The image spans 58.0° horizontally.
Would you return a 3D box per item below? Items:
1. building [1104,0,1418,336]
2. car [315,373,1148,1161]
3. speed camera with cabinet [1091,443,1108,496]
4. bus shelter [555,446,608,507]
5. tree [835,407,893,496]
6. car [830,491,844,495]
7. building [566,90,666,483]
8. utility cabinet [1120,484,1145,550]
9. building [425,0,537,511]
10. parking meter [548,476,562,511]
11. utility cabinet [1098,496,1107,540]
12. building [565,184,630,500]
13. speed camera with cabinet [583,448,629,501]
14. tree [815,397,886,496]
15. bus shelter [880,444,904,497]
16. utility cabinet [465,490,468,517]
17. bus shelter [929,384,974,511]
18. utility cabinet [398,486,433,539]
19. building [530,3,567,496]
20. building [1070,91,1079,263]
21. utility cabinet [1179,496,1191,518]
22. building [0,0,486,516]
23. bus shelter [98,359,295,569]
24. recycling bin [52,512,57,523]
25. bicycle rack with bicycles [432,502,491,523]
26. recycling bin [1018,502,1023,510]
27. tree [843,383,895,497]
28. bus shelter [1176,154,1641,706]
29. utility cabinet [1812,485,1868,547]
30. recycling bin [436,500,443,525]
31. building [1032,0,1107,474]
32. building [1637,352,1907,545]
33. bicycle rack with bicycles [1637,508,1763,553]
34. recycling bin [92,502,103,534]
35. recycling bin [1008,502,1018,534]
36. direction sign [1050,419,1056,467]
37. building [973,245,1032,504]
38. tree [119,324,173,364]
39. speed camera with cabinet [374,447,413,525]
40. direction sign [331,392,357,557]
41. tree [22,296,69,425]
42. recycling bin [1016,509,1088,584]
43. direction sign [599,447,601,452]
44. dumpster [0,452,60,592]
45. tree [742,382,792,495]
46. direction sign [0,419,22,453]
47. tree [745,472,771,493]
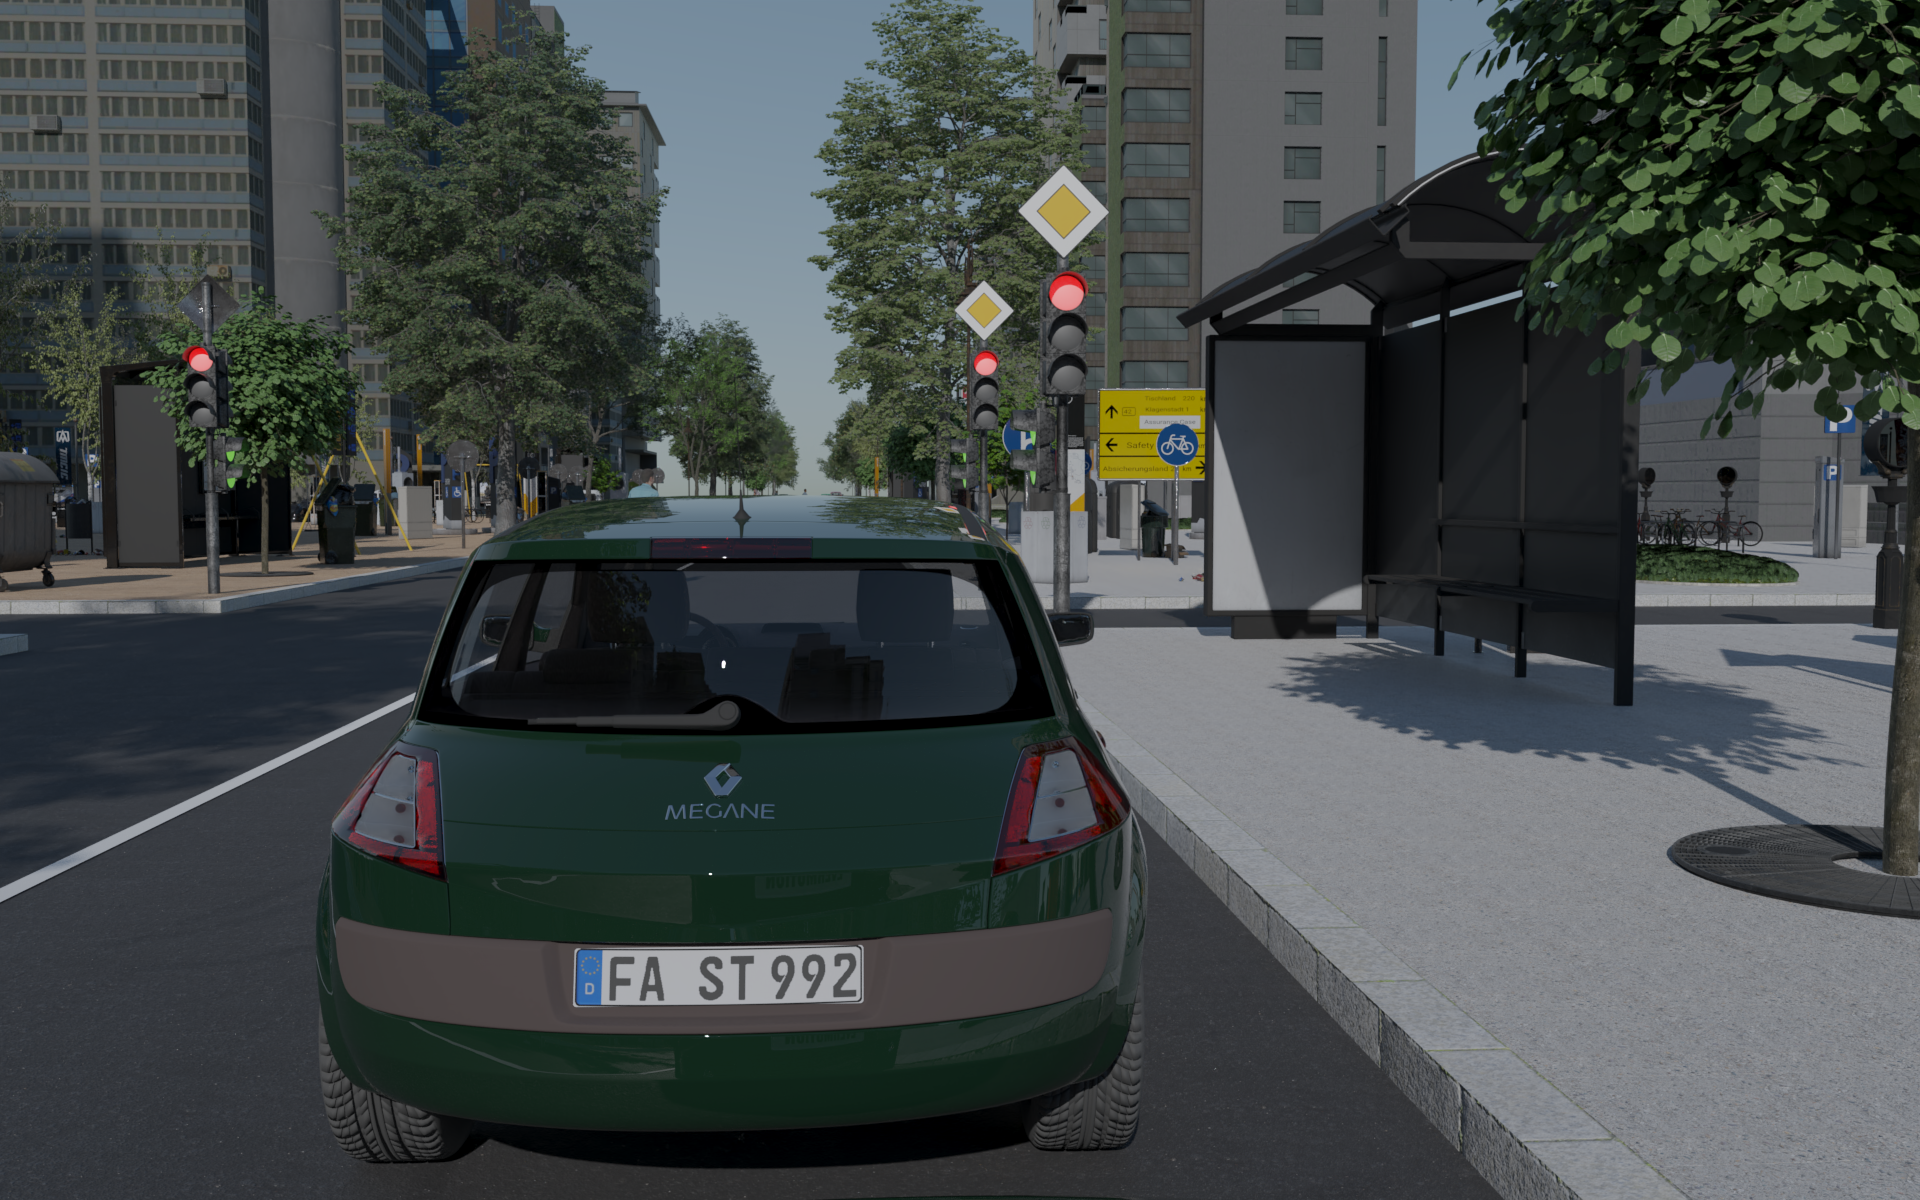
[{"bbox_3d":[14.162,-19.346,88.012,14.160,30.474,14.107,0,4,-4],"label":"building"},{"bbox_3d":[-0.534,0.283,5.153,2.009,1.686,4.222,0,4,-3],"label":"car"},{"bbox_3d":[5.256,-4.429,66.754,0.660,3.252,2.038,1,4,15],"label":"speed camera with cabinet"},{"bbox_3d":[-18.575,-5.748,85.267,1.731,3.624,6.357,0,4,-4],"label":"bus shelter"},{"bbox_3d":[-9.780,-15.143,182.007,7.601,10.594,8.767,-3,4,-36],"label":"tree"},{"bbox_3d":[-17.815,-14.659,248.343,2.281,1.827,5.304,0,4,-5],"label":"car"},{"bbox_3d":[-54.401,-39.191,230.015,28.713,52.752,27.495,0,4,-4],"label":"building"},{"bbox_3d":[3.982,-1.914,39.981,0.318,1.500,1.173,0,4,-8],"label":"utility cabinet"},{"bbox_3d":[-39.298,-29.114,126.130,14.600,45.320,14.200,0,4,-4],"label":"building"},{"bbox_3d":[-13.280,-3.125,56.806,0.399,1.863,0.255,0,4,2],"label":"parking meter"},{"bbox_3d":[3.676,-2.267,48.229,0.306,1.237,1.020,3,5,39],"label":"utility cabinet"},{"bbox_3d":[-53.077,-31.311,203.820,32.217,40.220,23.993,0,4,-4],"label":"building"},{"bbox_3d":[-15.145,-4.843,73.511,2.038,3.252,0.660,0,4,2],"label":"speed camera with cabinet"},{"bbox_3d":[-12.037,-17.631,205.269,9.611,12.733,9.660,0,3,0],"label":"tree"},{"bbox_3d":[-2.744,-5.427,80.018,1.731,3.624,6.357,0,4,-4],"label":"bus shelter"},{"bbox_3d":[-27.581,-5.318,95.635,0.318,1.500,1.173,-3,5,-40],"label":"utility cabinet"},{"bbox_3d":[-0.155,-5.088,60.816,2.179,5.291,8.768,0,4,-4],"label":"bus shelter"},{"bbox_3d":[-15.476,-2.478,49.194,0.318,1.500,1.173,1,4,18],"label":"utility cabinet"},{"bbox_3d":[-39.981,-27.937,140.358,14.154,41.232,14.086,0,4,-4],"label":"building"},{"bbox_3d":[14.805,-21.676,126.099,14.160,30.474,14.107,0,4,-4],"label":"building"},{"bbox_3d":[9.761,-3.907,75.041,1.020,1.237,0.306,-3,5,-43],"label":"utility cabinet"},{"bbox_3d":[-46.514,-25.362,106.553,32.217,40.220,23.993,0,4,-4],"label":"building"},{"bbox_3d":[-14.102,-2.534,32.707,1.731,3.624,6.357,0,4,-4],"label":"bus shelter"},{"bbox_3d":[-40.495,-3.941,76.982,0.722,1.027,0.722,-3,5,-40],"label":"recycling bin"},{"bbox_3d":[-22.079,-3.834,76.068,2.925,0.926,2.852,-3,5,-40],"label":"bicycle rack with bicycles"},{"bbox_3d":[2.028,-1.909,43.774,0.722,1.027,0.722,3,5,40],"label":"recycling bin"},{"bbox_3d":[-4.478,-9.327,102.851,4.737,8.622,4.395,0,3,0],"label":"tree"},{"bbox_3d":[3.129,-1.153,12.783,2.014,3.302,5.546,0,4,-4],"label":"bus shelter"},{"bbox_3d":[21.178,-2.020,41.700,0.318,1.500,1.173,-2,4,-31],"label":"utility cabinet"},{"bbox_3d":[-21.057,-3.591,71.262,0.722,1.027,0.722,1,4,11],"label":"recycling bin"},{"bbox_3d":[20.932,-34.105,146.851,28.713,52.752,27.495,0,4,-4],"label":"building"},{"bbox_3d":[35.150,-31.093,50.364,28.212,58.520,21.231,0,4,-4],"label":"building"},{"bbox_3d":[16.127,-1.530,38.390,2.852,0.926,2.925,1,4,14],"label":"bicycle rack with bicycles"},{"bbox_3d":[-27.771,-2.685,56.457,0.722,1.027,0.722,1,4,21],"label":"recycling bin"},{"bbox_3d":[2.022,-2.666,56.140,0.722,1.027,0.722,2,4,24],"label":"recycling bin"},{"bbox_3d":[2.418,-3.528,49.684,0.876,3.537,0.379,-3,5,-41],"label":"direction sign"},{"bbox_3d":[14.550,-33.897,246.101,32.217,40.220,23.993,0,4,-4],"label":"building"},{"bbox_3d":[-34.909,-7.567,74.090,4.360,8.622,3.978,0,3,0],"label":"tree"},{"bbox_3d":[-23.569,-4.736,71.776,0.660,3.252,2.038,2,4,25],"label":"speed camera with cabinet"},{"bbox_3d":[-12.499,-2.640,35.163,0.379,3.537,0.876,1,4,12],"label":"direction sign"},{"bbox_3d":[-30.082,-6.721,60.256,4.737,8.622,4.395,0,3,0],"label":"tree"},{"bbox_3d":[1.366,-0.767,25.101,0.722,1.027,0.722,3,5,45],"label":"recycling bin"},{"bbox_3d":[-17.295,-5.581,83.242,0.379,3.537,0.876,0,4,-7],"label":"direction sign"},{"bbox_3d":[-13.069,-1.065,23.180,1.264,1.857,1.865,0,4,-4],"label":"dumpster"},{"bbox_3d":[-21.731,-16.057,172.899,12.009,13.543,11.850,0,3,0],"label":"tree"},{"bbox_3d":[-28.727,-3.685,52.241,0.379,3.537,0.876,3,5,42],"label":"direction sign"},{"bbox_3d":[-22.560,-12.744,192.082,4.285,4.588,4.351,0,3,0],"label":"tree"}]
